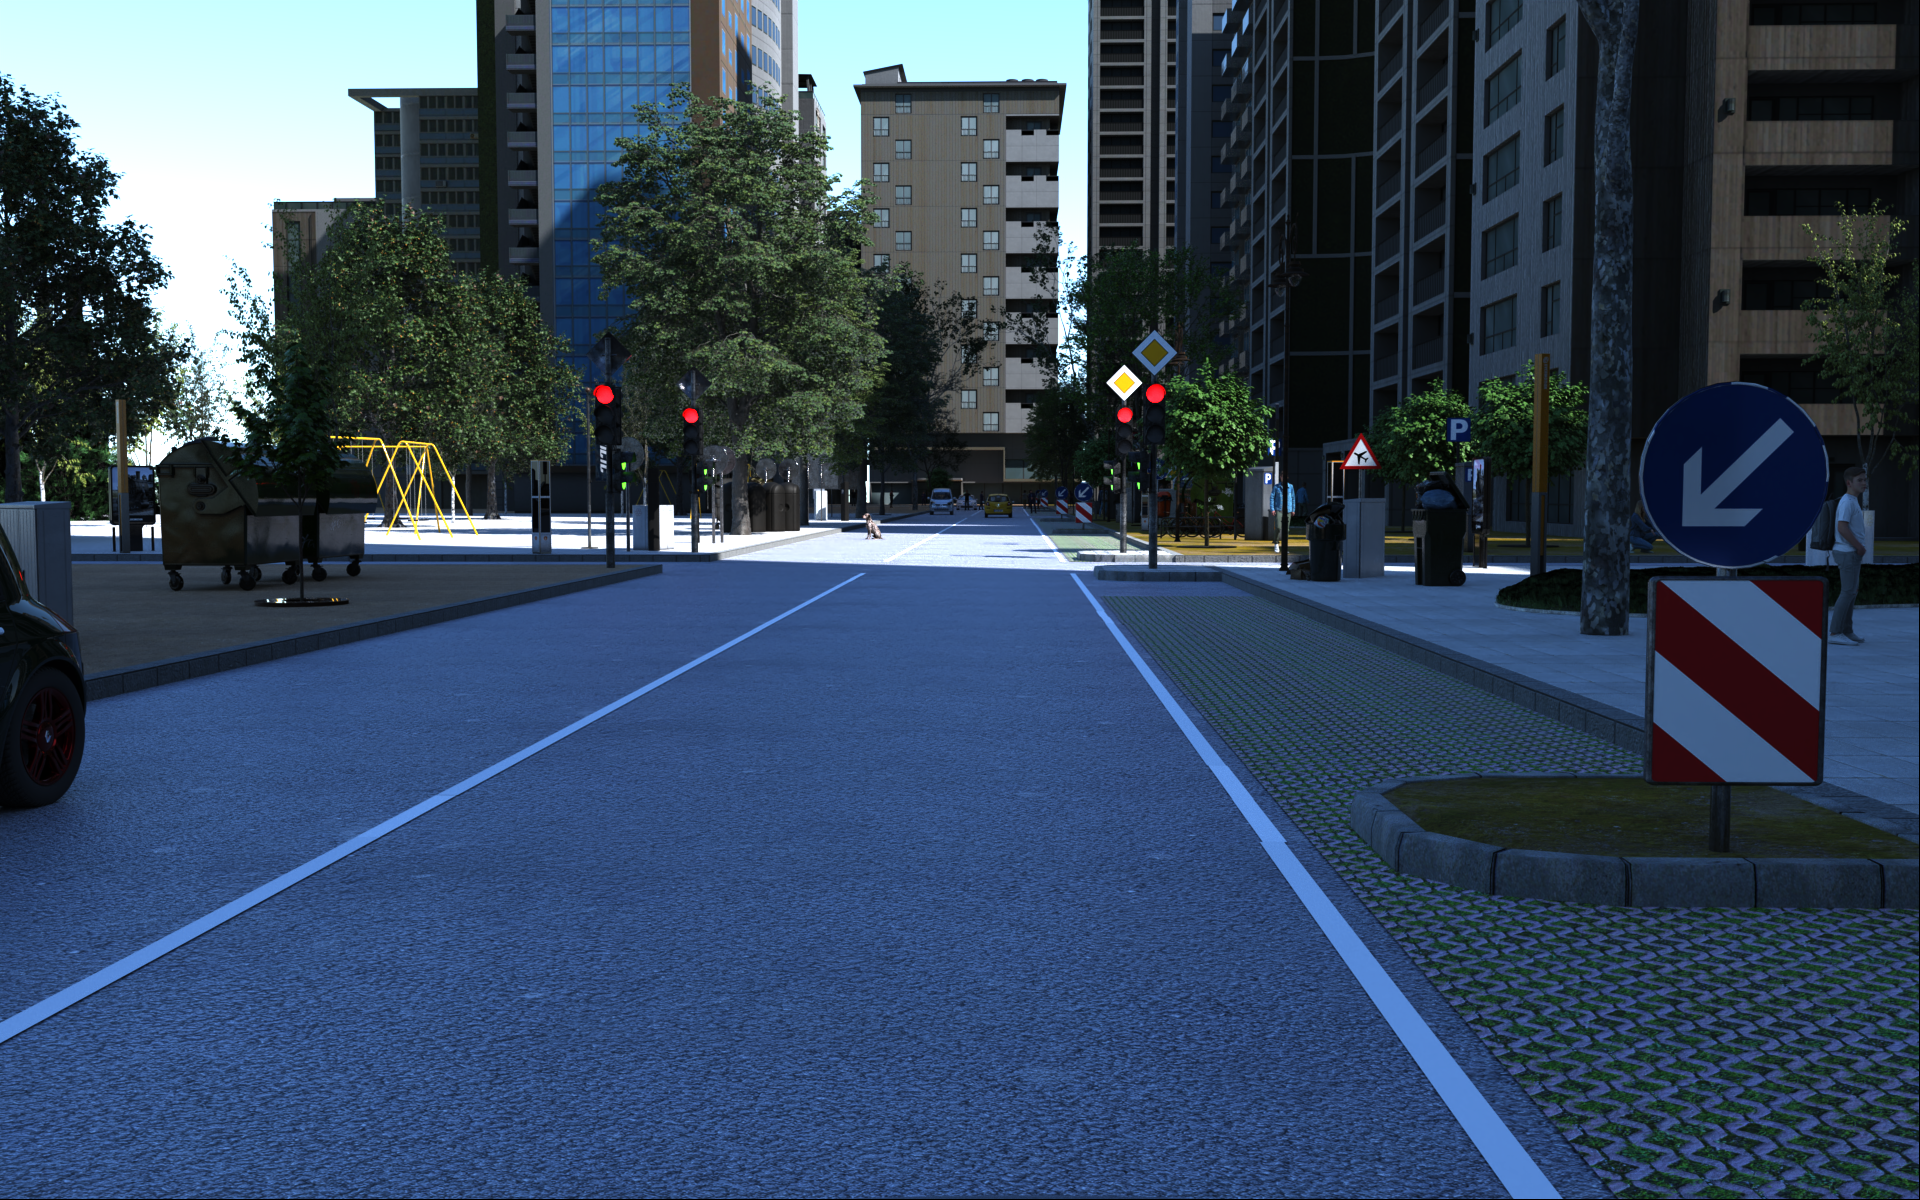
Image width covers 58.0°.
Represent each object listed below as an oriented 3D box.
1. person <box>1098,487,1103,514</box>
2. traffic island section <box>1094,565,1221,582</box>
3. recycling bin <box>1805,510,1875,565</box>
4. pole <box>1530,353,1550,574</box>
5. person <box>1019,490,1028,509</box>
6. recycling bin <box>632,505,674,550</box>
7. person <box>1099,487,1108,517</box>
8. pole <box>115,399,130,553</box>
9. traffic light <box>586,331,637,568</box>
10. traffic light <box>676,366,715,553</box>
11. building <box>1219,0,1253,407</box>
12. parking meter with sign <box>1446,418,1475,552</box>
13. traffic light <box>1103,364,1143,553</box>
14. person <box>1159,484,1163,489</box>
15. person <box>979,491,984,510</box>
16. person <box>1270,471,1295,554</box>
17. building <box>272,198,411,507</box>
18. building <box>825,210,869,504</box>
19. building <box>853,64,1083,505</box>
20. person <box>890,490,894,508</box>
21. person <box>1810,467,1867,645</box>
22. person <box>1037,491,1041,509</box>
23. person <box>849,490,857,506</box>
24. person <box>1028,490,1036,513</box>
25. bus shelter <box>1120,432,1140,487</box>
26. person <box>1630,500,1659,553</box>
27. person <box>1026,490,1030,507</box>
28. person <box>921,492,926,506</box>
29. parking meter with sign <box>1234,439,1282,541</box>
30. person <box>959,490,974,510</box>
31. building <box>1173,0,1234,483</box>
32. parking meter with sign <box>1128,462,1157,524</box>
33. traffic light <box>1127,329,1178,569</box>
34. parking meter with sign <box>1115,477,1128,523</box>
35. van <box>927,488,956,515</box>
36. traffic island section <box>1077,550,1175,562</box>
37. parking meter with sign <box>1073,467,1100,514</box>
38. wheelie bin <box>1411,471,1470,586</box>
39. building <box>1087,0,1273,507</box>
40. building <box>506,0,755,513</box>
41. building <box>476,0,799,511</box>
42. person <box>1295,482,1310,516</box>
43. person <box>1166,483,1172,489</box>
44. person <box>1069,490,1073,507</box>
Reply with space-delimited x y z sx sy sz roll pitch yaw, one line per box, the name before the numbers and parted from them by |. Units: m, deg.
person | 9.189 -6.479 112.159 0.721 1.800 0.419 1 4 16
traffic island section | 3.344 -0.461 29.826 2.009 0.180 2.903 0 4 2
recycling bin | 13.672 -0.878 26.916 0.722 1.027 0.722 -2 4 -34
pole | 8.462 -1.921 25.260 0.158 3.312 0.155 0 3 0
person | 6.350 -9.918 170.660 0.705 1.824 1.348 3 5 43
recycling bin | -7.093 -1.683 40.065 0.722 1.027 0.722 1 4 19
person | 7.986 -5.458 95.635 0.623 1.781 0.721 2 4 27
pole | -18.093 -2.666 37.430 0.158 3.312 0.155 0 3 0
traffic light | -6.053 -2.511 29.979 0.839 4.253 0.868 0 4 2
traffic light | -5.813 -2.999 37.960 0.839 4.253 0.868 0 4 2
building | 31.975 -31.354 132.244 23.786 49.044 30.456 0 4 2
parking meter with sign | 11.366 -2.602 38.808 0.543 3.016 1.738 0 4 1
traffic light | 3.545 -2.983 37.695 0.839 4.253 0.868 0 4 2
person | 10.096 -4.940 86.989 0.511 1.800 0.466 -2 4 -33
person | 1.962 -8.960 155.912 0.530 1.710 0.541 0 4 -2
person | 6.963 -1.897 37.403 0.601 1.785 0.444 0 4 -5
building | -58.684 -24.536 172.871 14.107 30.474 14.160 0 4 2
building | -24.369 -32.521 223.593 23.993 40.220 32.217 0 4 2
building | 1.482 -38.645 221.077 27.495 52.752 28.713 0 4 2
person | -6.364 -9.434 161.751 0.415 1.643 0.593 0 4 0
person | 7.577 -0.375 14.778 0.523 1.515 0.503 0 4 -4
person | 7.406 -9.326 161.768 0.721 1.735 1.217 1 4 17
person | -11.165 -10.759 181.963 1.348 1.822 0.705 -1 4 -16
person | 5.345 -7.271 127.835 0.683 1.767 0.568 1 4 12
bus shelter | 10.366 -7.922 107.157 2.179 5.291 8.768 0 4 2
person | 14.946 -1.596 37.629 0.738 1.151 1.012 3 5 44
person | 7.361 -10.694 183.363 1.348 1.823 0.705 -3 5 -44
person | -4.059 -11.201 192.552 0.541 1.710 0.530 1 4 21
parking meter with sign | 8.270 -3.164 47.995 0.543 3.016 1.738 -3 5 -40
person | 0.599 -8.783 152.121 1.348 1.822 0.705 1 4 12
building | 30.704 -37.934 162.220 21.231 58.520 28.212 0 4 2
parking meter with sign | 8.327 -4.832 75.270 1.738 3.016 0.543 0 4 1
traffic light | 3.304 -2.495 29.714 0.839 4.253 0.868 0 4 2
parking meter with sign | 7.699 -4.959 77.344 0.543 3.016 1.738 -3 5 -43
van | -1.272 -6.940 120.478 2.013 2.044 4.112 0 4 0
traffic island section | 3.585 -0.950 37.808 2.009 0.180 2.903 0 4 2
parking meter with sign | 8.070 -6.985 110.470 1.738 3.016 0.543 0 4 6
wheelie bin | 6.714 -1.001 24.283 0.693 1.594 0.980 0 4 -5
building | 26.418 -47.509 215.024 20.611 71.187 20.563 0 4 2
building | -22.305 -28.752 120.209 14.600 45.320 14.200 0 4 2
building | -25.359 -36.687 141.839 21.231 58.520 28.212 0 4 2
person | 14.077 -3.971 71.307 0.444 1.785 0.601 -2 4 -30
person | 10.115 -4.663 82.561 0.573 1.790 0.520 1 4 19
person | 10.837 -9.859 168.709 0.415 1.643 0.593 2 4 26
